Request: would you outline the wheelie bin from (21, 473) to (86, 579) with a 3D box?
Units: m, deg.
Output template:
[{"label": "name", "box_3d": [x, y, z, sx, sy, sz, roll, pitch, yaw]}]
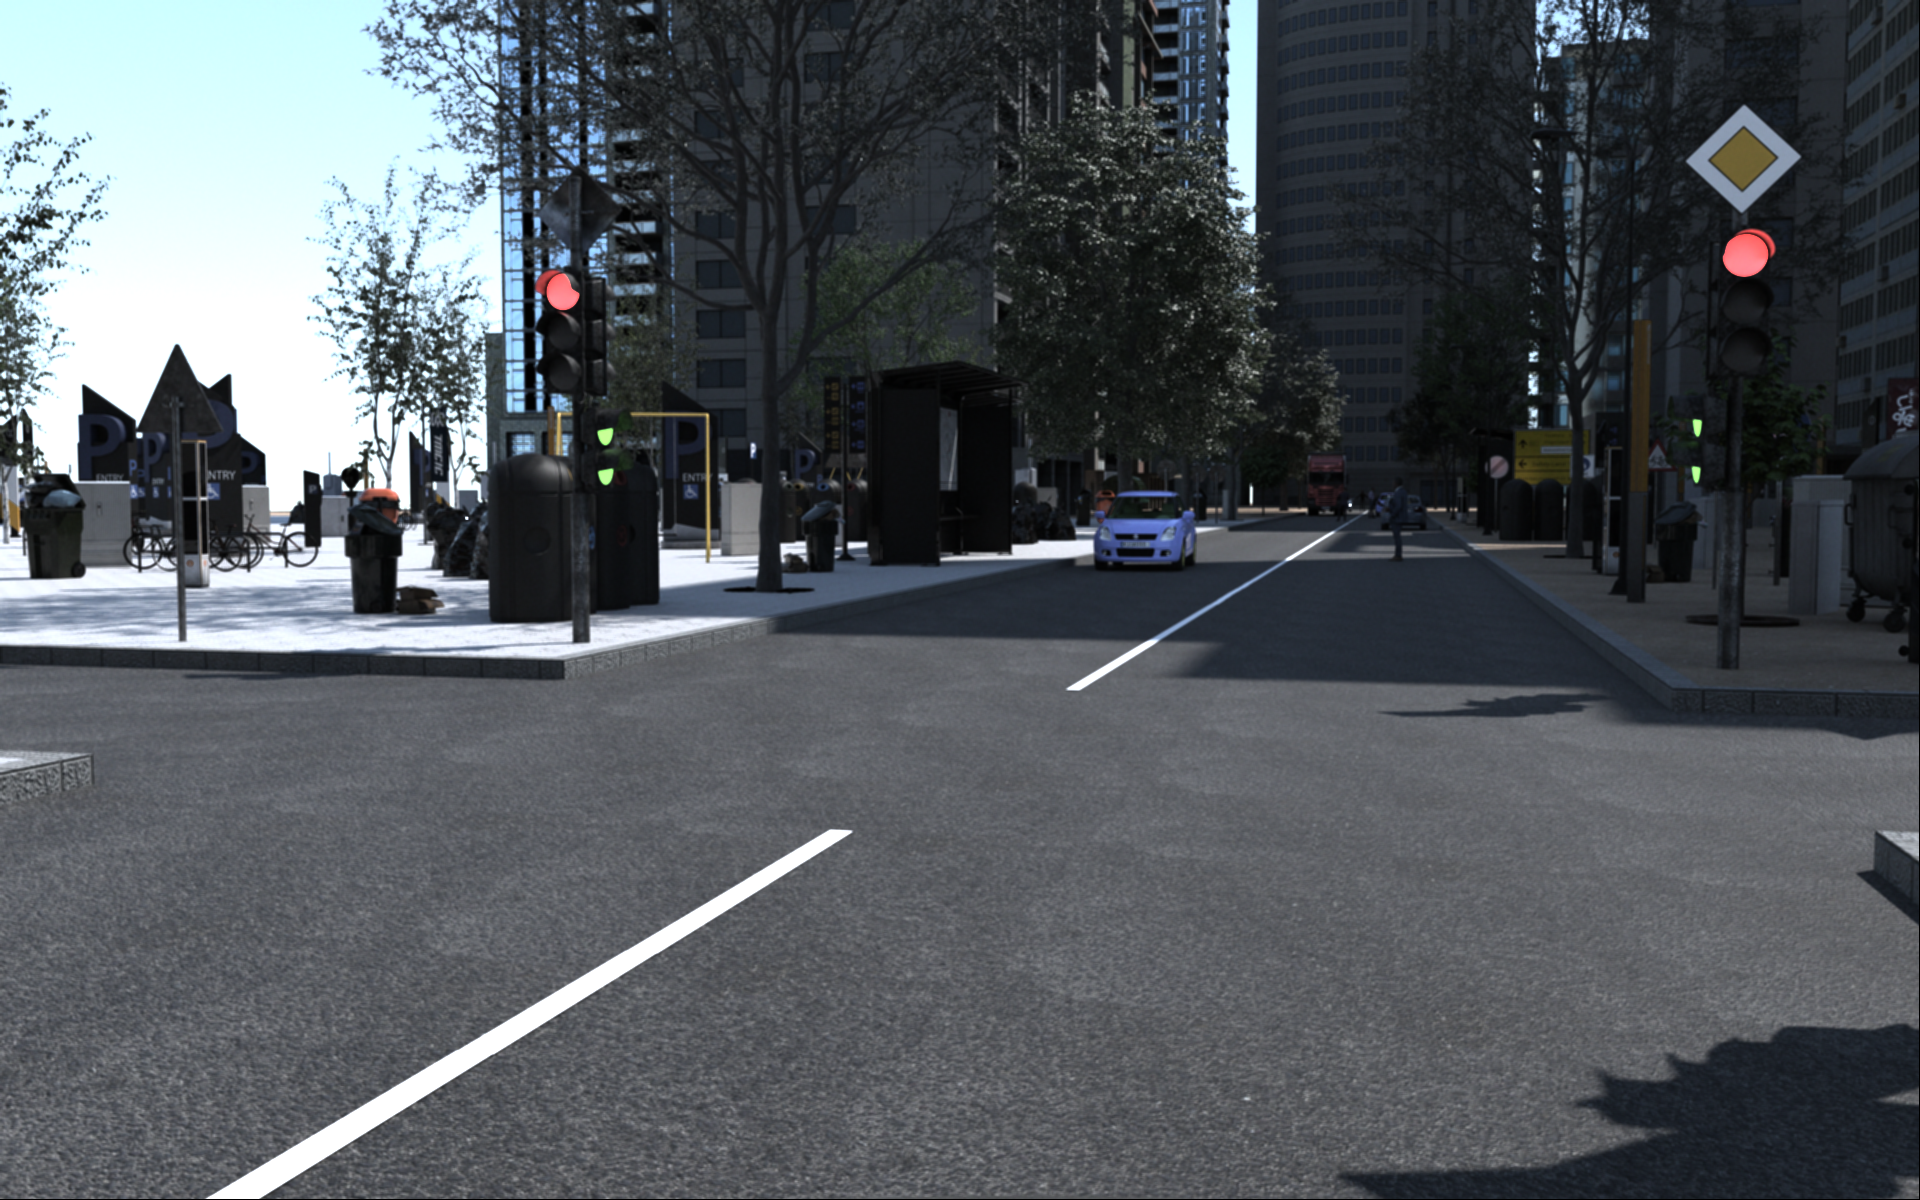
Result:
[{"label": "wheelie bin", "box_3d": [-13.784, -1.128, 26.359, 0.980, 1.594, 0.693, 1, 4, 17]}]

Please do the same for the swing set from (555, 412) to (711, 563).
[{"label": "swing set", "box_3d": [-6.415, -2.191, 33.442, 3.119, 2.851, 2.862, 0, 4, -8]}]

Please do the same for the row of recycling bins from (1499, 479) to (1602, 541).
[{"label": "row of recycling bins", "box_3d": [16.709, -2.489, 47.809, 3.534, 1.692, 1.069, 0, 4, -3]}]

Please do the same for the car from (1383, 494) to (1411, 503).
[{"label": "car", "box_3d": [26.131, -5.651, 102.616, 2.015, 1.641, 3.980, 1, 4, 13]}]

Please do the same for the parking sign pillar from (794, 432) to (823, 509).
[{"label": "parking sign pillar", "box_3d": [-6.557, -5.295, 75.045, 1.447, 3.967, 1.447, 3, 4, 37]}]

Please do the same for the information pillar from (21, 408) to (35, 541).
[{"label": "information pillar", "box_3d": [-25.530, -3.433, 47.486, 0.183, 3.616, 0.504, 0, 4, -6]}]

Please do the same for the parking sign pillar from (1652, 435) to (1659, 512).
[{"label": "parking sign pillar", "box_3d": [31.396, -5.566, 79.470, 1.447, 3.967, 1.447, -1, 4, -23]}]

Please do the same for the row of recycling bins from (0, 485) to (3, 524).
[{"label": "row of recycling bins", "box_3d": [-41.904, -4.096, 74.089, 1.069, 1.692, 3.534, 1, 4, 10]}]

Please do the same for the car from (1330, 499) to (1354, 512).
[{"label": "car", "box_3d": [30.986, -7.881, 140.854, 2.014, 1.417, 4.499, 1, 4, 13]}]

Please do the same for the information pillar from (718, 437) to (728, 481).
[{"label": "information pillar", "box_3d": [-9.652, -4.850, 70.645, 0.504, 3.616, 0.183, 3, 5, 39]}]

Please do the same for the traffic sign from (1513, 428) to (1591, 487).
[{"label": "traffic sign", "box_3d": [18.474, -3.685, 54.123, 2.265, 3.308, 0.079, 1, 4, 21]}]

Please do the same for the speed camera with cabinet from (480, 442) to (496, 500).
[{"label": "speed camera with cabinet", "box_3d": [-17.693, -4.398, 66.251, 0.660, 3.252, 2.038, 0, 4, 8]}]

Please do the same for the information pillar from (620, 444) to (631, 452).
[{"label": "information pillar", "box_3d": [-15.189, -5.336, 78.598, 0.504, 3.616, 0.183, 0, 4, -6]}]

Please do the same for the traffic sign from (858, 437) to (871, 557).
[{"label": "traffic sign", "box_3d": [-1.821, -2.147, 35.114, 0.884, 2.594, 0.081, 2, 4, 24]}]

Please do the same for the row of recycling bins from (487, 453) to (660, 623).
[{"label": "row of recycling bins", "box_3d": [-4.185, -0.719, 18.862, 1.069, 1.692, 3.534, 1, 4, 9]}]

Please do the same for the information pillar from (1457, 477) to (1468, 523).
[{"label": "information pillar", "box_3d": [22.029, -4.370, 75.946, 0.304, 2.012, 0.304, -2, 4, -24]}]

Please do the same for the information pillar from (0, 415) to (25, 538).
[{"label": "information pillar", "box_3d": [-28.018, -3.652, 51.068, 0.504, 3.616, 0.183, 0, 4, -7]}]

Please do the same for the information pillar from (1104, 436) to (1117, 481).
[{"label": "information pillar", "box_3d": [5.473, -4.380, 62.964, 0.504, 3.616, 0.183, -1, 4, -13]}]

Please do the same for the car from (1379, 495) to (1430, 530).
[{"label": "car", "box_3d": [17.968, -3.550, 70.050, 2.014, 1.417, 4.499, 1, 4, 15]}]

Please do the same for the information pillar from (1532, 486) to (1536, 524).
[{"label": "information pillar", "box_3d": [20.584, -4.341, 62.325, 0.504, 3.616, 0.183, -2, 4, -33]}]

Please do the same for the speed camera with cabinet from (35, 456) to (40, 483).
[{"label": "speed camera with cabinet", "box_3d": [-48.130, -5.882, 90.514, 0.660, 3.252, 2.038, -1, 4, -12]}]

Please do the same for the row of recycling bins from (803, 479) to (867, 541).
[{"label": "row of recycling bins", "box_3d": [-3.245, -2.463, 47.391, 3.534, 1.692, 1.069, 1, 4, 20]}]

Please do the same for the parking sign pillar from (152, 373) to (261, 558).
[{"label": "parking sign pillar", "box_3d": [-15.431, -2.873, 35.453, 1.447, 3.967, 1.447, 3, 5, 44]}]

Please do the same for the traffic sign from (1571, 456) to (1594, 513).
[{"label": "traffic sign", "box_3d": [16.256, -2.639, 45.277, 0.606, 2.300, 0.079, 1, 4, 16]}]

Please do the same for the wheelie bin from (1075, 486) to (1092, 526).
[{"label": "wheelie bin", "box_3d": [4.973, -3.781, 69.721, 0.693, 1.594, 0.980, 0, 4, 2]}]

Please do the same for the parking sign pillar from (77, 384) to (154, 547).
[{"label": "parking sign pillar", "box_3d": [-20.789, -3.289, 42.246, 1.447, 3.967, 1.447, 0, 4, 5]}]

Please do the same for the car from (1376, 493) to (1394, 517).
[{"label": "car", "box_3d": [27.365, -6.162, 110.334, 1.945, 1.707, 3.694, 1, 4, 13]}]

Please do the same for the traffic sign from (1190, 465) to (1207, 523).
[{"label": "traffic sign", "box_3d": [10.481, -4.662, 76.327, 0.768, 2.556, 0.104, 1, 4, 17]}]

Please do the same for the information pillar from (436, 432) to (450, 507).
[{"label": "information pillar", "box_3d": [-18.235, -4.268, 61.131, 0.504, 3.616, 0.183, -1, 4, -12]}]

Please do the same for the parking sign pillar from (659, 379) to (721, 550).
[{"label": "parking sign pillar", "box_3d": [-6.322, -3.191, 40.644, 1.447, 3.967, 1.447, 0, 4, -7]}]

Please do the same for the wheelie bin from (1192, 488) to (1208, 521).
[{"label": "wheelie bin", "box_3d": [11.616, -4.648, 83.906, 0.693, 1.594, 0.980, 0, 4, -2]}]

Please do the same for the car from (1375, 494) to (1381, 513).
[{"label": "car", "box_3d": [32.616, -7.491, 132.263, 2.009, 1.686, 4.222, 1, 4, 15]}]

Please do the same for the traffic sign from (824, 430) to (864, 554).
[{"label": "traffic sign", "box_3d": [-2.356, -2.142, 35.029, 0.884, 2.594, 0.081, 1, 4, 21]}]

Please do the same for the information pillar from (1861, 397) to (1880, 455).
[{"label": "information pillar", "box_3d": [22.096, -3.102, 42.071, 0.183, 3.616, 0.504, -1, 4, -12]}]

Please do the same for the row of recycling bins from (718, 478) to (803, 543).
[{"label": "row of recycling bins", "box_3d": [-5.974, -2.312, 44.916, 3.534, 1.692, 1.069, -2, 4, -29]}]

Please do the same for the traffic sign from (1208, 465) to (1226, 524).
[{"label": "traffic sign", "box_3d": [11.174, -4.604, 75.377, 0.768, 2.556, 0.104, 1, 4, 17]}]

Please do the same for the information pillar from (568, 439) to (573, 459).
[{"label": "information pillar", "box_3d": [-15.613, -4.799, 69.819, 0.504, 3.616, 0.183, 3, 5, 43]}]

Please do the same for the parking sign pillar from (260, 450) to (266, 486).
[{"label": "parking sign pillar", "box_3d": [-32.145, -5.506, 78.496, 1.447, 3.967, 1.447, 1, 4, 11]}]

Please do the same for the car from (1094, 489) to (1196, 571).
[{"label": "car", "box_3d": [3.621, -1.469, 33.606, 1.945, 1.707, 3.694, 1, 4, 12]}]

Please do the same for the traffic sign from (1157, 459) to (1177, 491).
[{"label": "traffic sign", "box_3d": [7.582, -3.890, 63.708, 0.768, 2.556, 0.104, 2, 4, 24]}]

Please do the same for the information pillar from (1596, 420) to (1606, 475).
[{"label": "information pillar", "box_3d": [20.295, -3.887, 54.907, 0.183, 3.616, 0.504, 3, 5, 44]}]

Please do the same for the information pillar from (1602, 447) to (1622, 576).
[{"label": "information pillar", "box_3d": [10.262, -1.384, 27.124, 0.304, 2.012, 0.304, 1, 4, 10]}]

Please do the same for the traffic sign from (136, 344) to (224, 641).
[{"label": "traffic sign", "box_3d": [-6.774, -0.918, 15.018, 0.884, 2.594, 0.081, 1, 4, 16]}]

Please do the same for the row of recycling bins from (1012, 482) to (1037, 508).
[{"label": "row of recycling bins", "box_3d": [0.812, -3.092, 57.669, 3.534, 1.692, 1.069, 0, 4, 0]}]

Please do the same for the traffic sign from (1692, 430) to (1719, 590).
[{"label": "traffic sign", "box_3d": [10.137, -1.348, 23.218, 0.795, 2.450, 0.064, 1, 4, 20]}]

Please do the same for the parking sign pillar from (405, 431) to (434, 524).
[{"label": "parking sign pillar", "box_3d": [-23.218, -5.272, 74.667, 1.447, 3.967, 1.447, 1, 4, 11]}]

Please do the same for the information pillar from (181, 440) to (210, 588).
[{"label": "information pillar", "box_3d": [-10.506, -1.176, 23.723, 0.304, 2.012, 0.304, 0, 4, -3]}]

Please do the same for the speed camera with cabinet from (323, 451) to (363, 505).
[{"label": "speed camera with cabinet", "box_3d": [-28.542, -5.262, 80.372, 2.038, 3.252, 0.660, 1, 4, 19]}]

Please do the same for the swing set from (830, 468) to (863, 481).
[{"label": "swing set", "box_3d": [-4.893, -4.967, 78.829, 2.862, 2.851, 3.119, 1, 4, 23]}]

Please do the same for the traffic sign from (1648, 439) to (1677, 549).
[{"label": "traffic sign", "box_3d": [16.352, -2.488, 40.676, 0.884, 2.594, 0.081, 1, 4, 16]}]

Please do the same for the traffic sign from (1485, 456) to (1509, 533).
[{"label": "traffic sign", "box_3d": [17.785, -3.506, 57.423, 0.768, 2.556, 0.104, 1, 4, 22]}]

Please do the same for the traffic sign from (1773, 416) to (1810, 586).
[{"label": "traffic sign", "box_3d": [11.452, -1.474, 24.213, 0.768, 2.556, 0.104, 1, 4, 23]}]

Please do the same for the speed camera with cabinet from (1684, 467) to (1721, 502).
[{"label": "speed camera with cabinet", "box_3d": [22.538, -3.550, 52.375, 0.660, 3.252, 2.038, 3, 5, 43]}]
